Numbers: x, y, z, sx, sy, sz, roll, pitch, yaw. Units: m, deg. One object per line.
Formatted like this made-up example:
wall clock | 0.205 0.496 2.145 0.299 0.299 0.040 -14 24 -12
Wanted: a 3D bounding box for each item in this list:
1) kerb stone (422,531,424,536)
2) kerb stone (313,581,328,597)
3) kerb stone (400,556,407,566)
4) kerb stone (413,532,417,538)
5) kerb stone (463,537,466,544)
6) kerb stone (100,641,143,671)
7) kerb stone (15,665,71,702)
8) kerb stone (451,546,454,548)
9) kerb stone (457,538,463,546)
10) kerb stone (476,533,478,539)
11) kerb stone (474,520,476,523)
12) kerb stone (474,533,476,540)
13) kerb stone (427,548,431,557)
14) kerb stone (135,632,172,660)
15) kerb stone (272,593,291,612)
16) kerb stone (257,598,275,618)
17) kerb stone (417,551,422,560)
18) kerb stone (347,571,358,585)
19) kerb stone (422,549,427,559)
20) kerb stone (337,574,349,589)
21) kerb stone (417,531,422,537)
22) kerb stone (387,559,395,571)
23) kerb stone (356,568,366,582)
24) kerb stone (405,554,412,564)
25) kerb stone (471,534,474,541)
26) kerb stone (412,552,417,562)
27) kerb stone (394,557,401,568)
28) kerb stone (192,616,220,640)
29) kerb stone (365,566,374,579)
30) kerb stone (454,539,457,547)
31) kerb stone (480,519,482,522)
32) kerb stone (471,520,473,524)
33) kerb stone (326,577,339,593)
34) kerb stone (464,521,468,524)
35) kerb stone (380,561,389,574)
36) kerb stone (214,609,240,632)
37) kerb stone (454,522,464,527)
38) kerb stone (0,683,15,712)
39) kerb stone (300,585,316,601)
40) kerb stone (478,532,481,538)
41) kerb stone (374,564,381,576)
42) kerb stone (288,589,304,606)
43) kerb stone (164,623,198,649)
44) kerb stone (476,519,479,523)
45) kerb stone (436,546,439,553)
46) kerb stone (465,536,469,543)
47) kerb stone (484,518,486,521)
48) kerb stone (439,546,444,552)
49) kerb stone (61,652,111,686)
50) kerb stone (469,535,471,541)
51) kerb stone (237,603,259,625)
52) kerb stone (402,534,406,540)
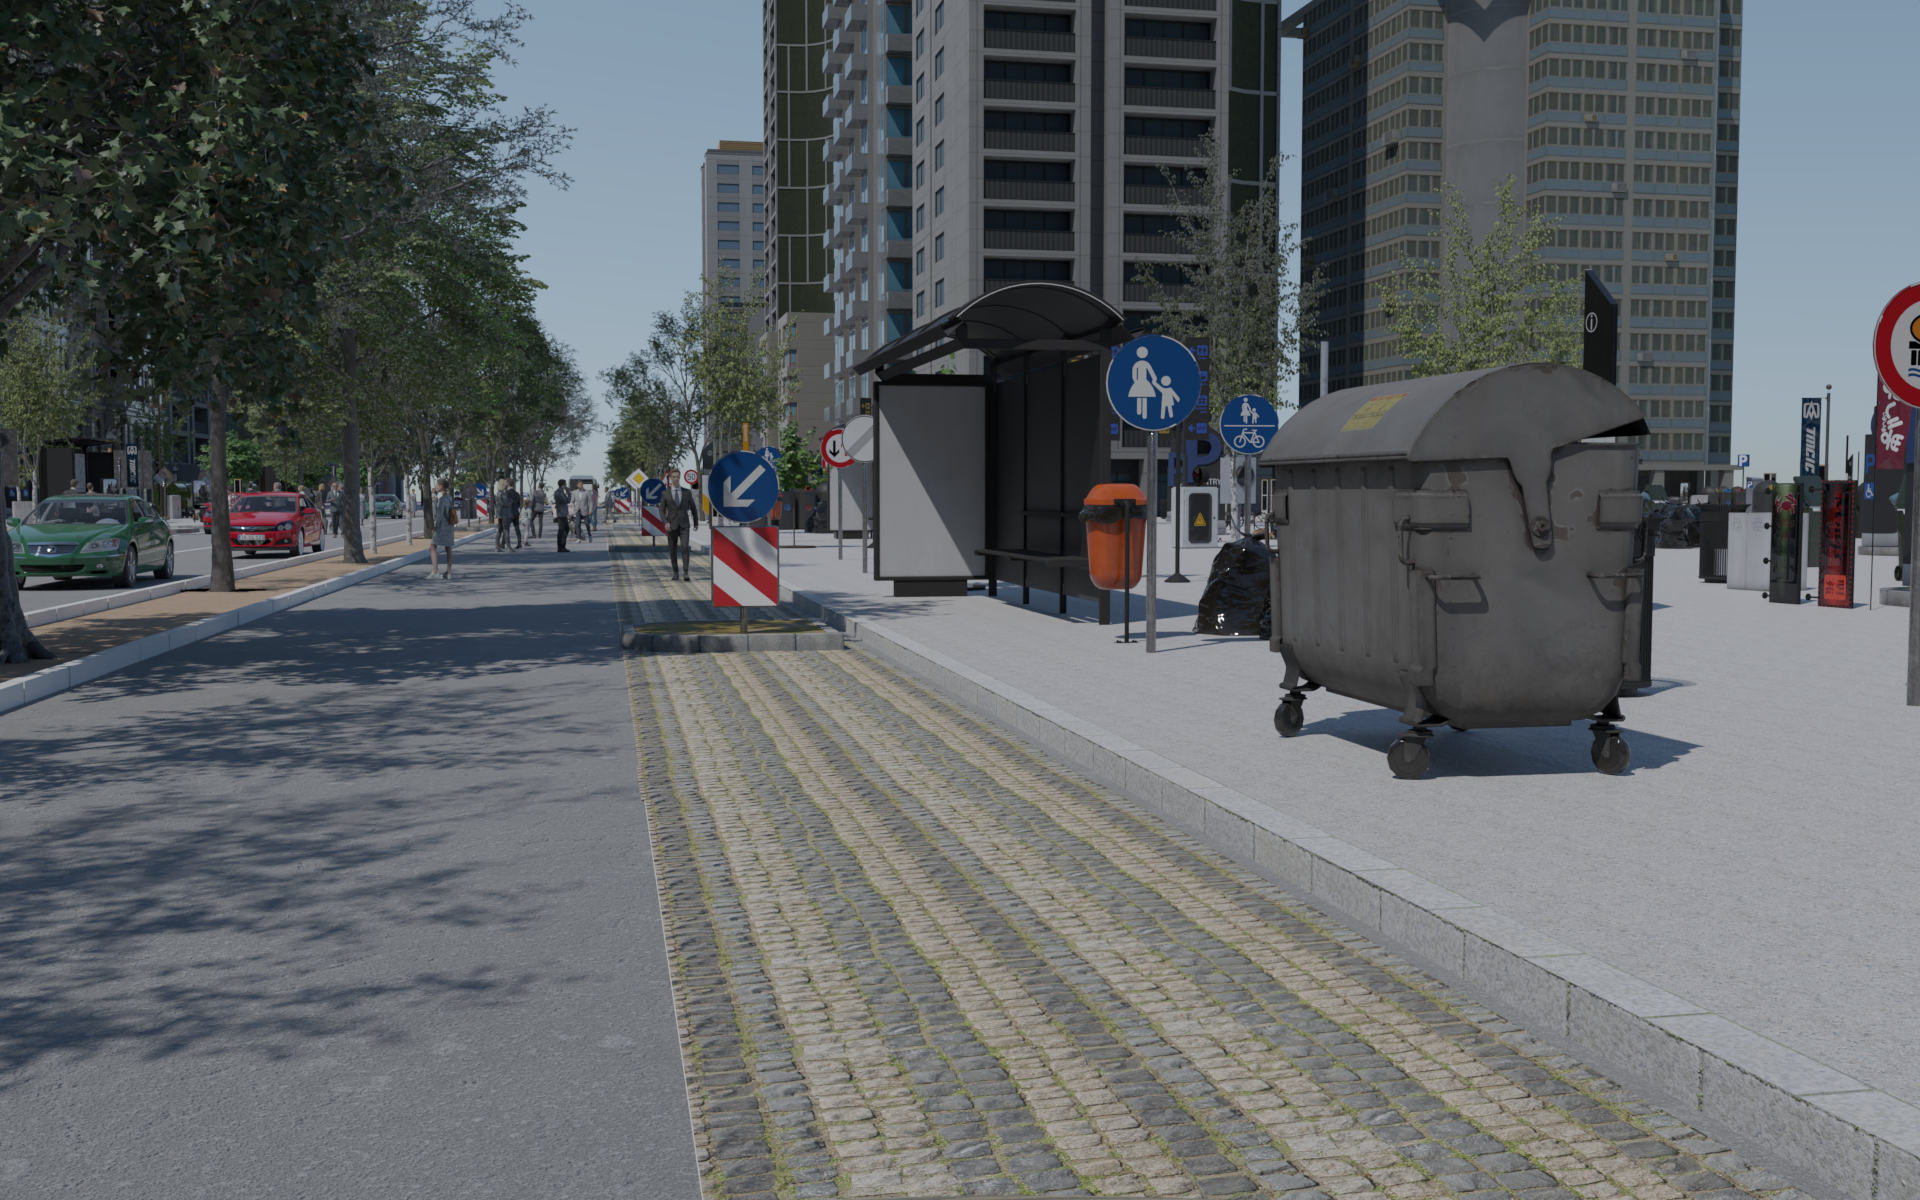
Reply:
kerb stone | -18.430 -2.250 59.058 0.120 0.150 1.000 -1 4 -12
kerb stone | -9.077 -0.134 24.389 0.120 0.150 1.000 -1 4 -12
kerb stone | -11.162 -0.745 34.418 0.120 0.150 1.000 -1 4 -12
kerb stone | -17.787 -2.071 56.051 0.120 0.150 1.000 -1 4 -12
kerb stone | -14.287 -1.667 49.458 0.120 0.150 1.000 -1 4 -12
kerb stone | -6.993 0.479 14.362 0.120 0.150 1.000 -1 4 -12
kerb stone | -6.574 0.603 12.357 0.120 0.150 1.000 -1 4 -12
kerb stone | -13.449 -1.419 45.446 0.120 0.150 1.000 -1 4 -12
kerb stone | -14.075 -1.604 48.456 0.120 0.150 1.000 -1 4 -12
kerb stone | -15.330 -1.974 54.474 0.120 0.150 1.000 -1 4 -12
kerb stone | -23.346 -3.700 82.722 0.120 0.150 1.000 -1 4 -12
kerb stone | -15.121 -1.913 53.470 0.120 0.150 1.000 -1 4 -12
kerb stone | -12.198 -1.051 39.430 0.120 0.150 1.000 -1 4 -12
kerb stone | -7.203 0.418 15.362 0.120 0.150 1.000 -1 4 -12
kerb stone | -8.448 0.050 21.382 0.120 0.150 1.000 -1 4 -12
kerb stone | -8.244 0.115 20.380 0.120 0.150 1.000 -1 4 -12
kerb stone | -11.784 -0.931 37.422 0.120 0.150 1.000 -1 4 -12
kerb stone | -9.699 -0.317 27.409 0.120 0.150 1.000 -1 4 -12
kerb stone | -11.996 -0.993 38.425 0.120 0.150 1.000 -1 4 -12
kerb stone | -9.493 -0.257 26.403 0.120 0.150 1.000 -1 4 -12
kerb stone | -18.217 -2.193 58.058 0.120 0.150 1.000 -1 4 -12
kerb stone | -10.740 -0.625 32.416 0.120 0.150 1.000 -1 4 -12
kerb stone | -9.911 -0.380 28.409 0.120 0.150 1.000 -1 4 -12
kerb stone | -11.368 -0.807 35.419 0.120 0.150 1.000 -1 4 -12
kerb stone | -14.912 -1.852 52.469 0.120 0.150 1.000 -1 4 -12
kerb stone | -11.579 -0.870 36.421 0.120 0.150 1.000 -1 4 -12
kerb stone | -10.952 -0.686 33.417 0.120 0.150 1.000 -1 4 -12
kerb stone | -7.617 0.295 17.366 0.120 0.150 1.000 -1 4 -12
kerb stone | -10.117 -0.441 29.410 0.120 0.150 1.000 -1 4 -12
kerb stone | -13.653 -1.483 46.447 0.120 0.150 1.000 -1 4 -12
kerb stone | -24.178 -3.948 86.746 0.120 0.150 1.000 -1 4 -12
kerb stone | -22.921 -3.579 80.712 0.120 0.150 1.000 -1 4 -12
kerb stone | -9.280 -0.196 25.399 0.120 0.150 1.000 -1 4 -12
kerb stone | -22.292 -3.394 77.690 0.120 0.150 1.000 -1 4 -12
kerb stone | -10.531 -0.564 31.415 0.120 0.150 1.000 -1 4 -12
kerb stone | -7.828 0.234 18.366 0.120 0.150 1.000 -1 4 -12
kerb stone | -21.877 -3.271 75.674 0.120 0.150 1.000 -1 4 -12
kerb stone | -6.368 0.666 11.356 0.120 0.150 1.000 -1 4 -12
kerb stone | -8.875 -0.071 23.384 0.120 0.150 1.000 -1 4 -12
kerb stone | -15.531 -2.036 55.477 0.120 0.150 1.000 -1 4 -12
kerb stone | -10.329 -0.502 30.410 0.120 0.150 1.000 -1 4 -12
kerb stone | -8.655 -0.011 22.383 0.120 0.150 1.000 -1 4 -12
kerb stone | -7.409 0.357 16.365 0.120 0.150 1.000 -1 4 -12
kerb stone | -23.758 -3.825 84.735 0.120 0.150 1.000 -1 4 -12
kerb stone | -12.624 -1.177 41.435 0.120 0.150 1.000 -1 4 -12
kerb stone | -14.491 -1.728 50.460 0.120 0.150 1.000 -1 4 -12
kerb stone | -24.804 -4.127 89.760 0.120 0.150 1.000 -1 4 -12
kerb stone | -12.825 -1.238 42.437 0.120 0.150 1.000 -1 4 -12
kerb stone | -6.778 0.542 13.362 0.120 0.150 1.000 -1 4 -12
kerb stone | -14.699 -1.781 51.462 0.120 0.150 1.000 -1 4 -12
kerb stone | -8.028 0.173 19.373 0.120 0.150 1.000 -1 4 -12
kerb stone | -17.172 -1.883 53.047 0.120 0.150 1.000 -1 4 -12
